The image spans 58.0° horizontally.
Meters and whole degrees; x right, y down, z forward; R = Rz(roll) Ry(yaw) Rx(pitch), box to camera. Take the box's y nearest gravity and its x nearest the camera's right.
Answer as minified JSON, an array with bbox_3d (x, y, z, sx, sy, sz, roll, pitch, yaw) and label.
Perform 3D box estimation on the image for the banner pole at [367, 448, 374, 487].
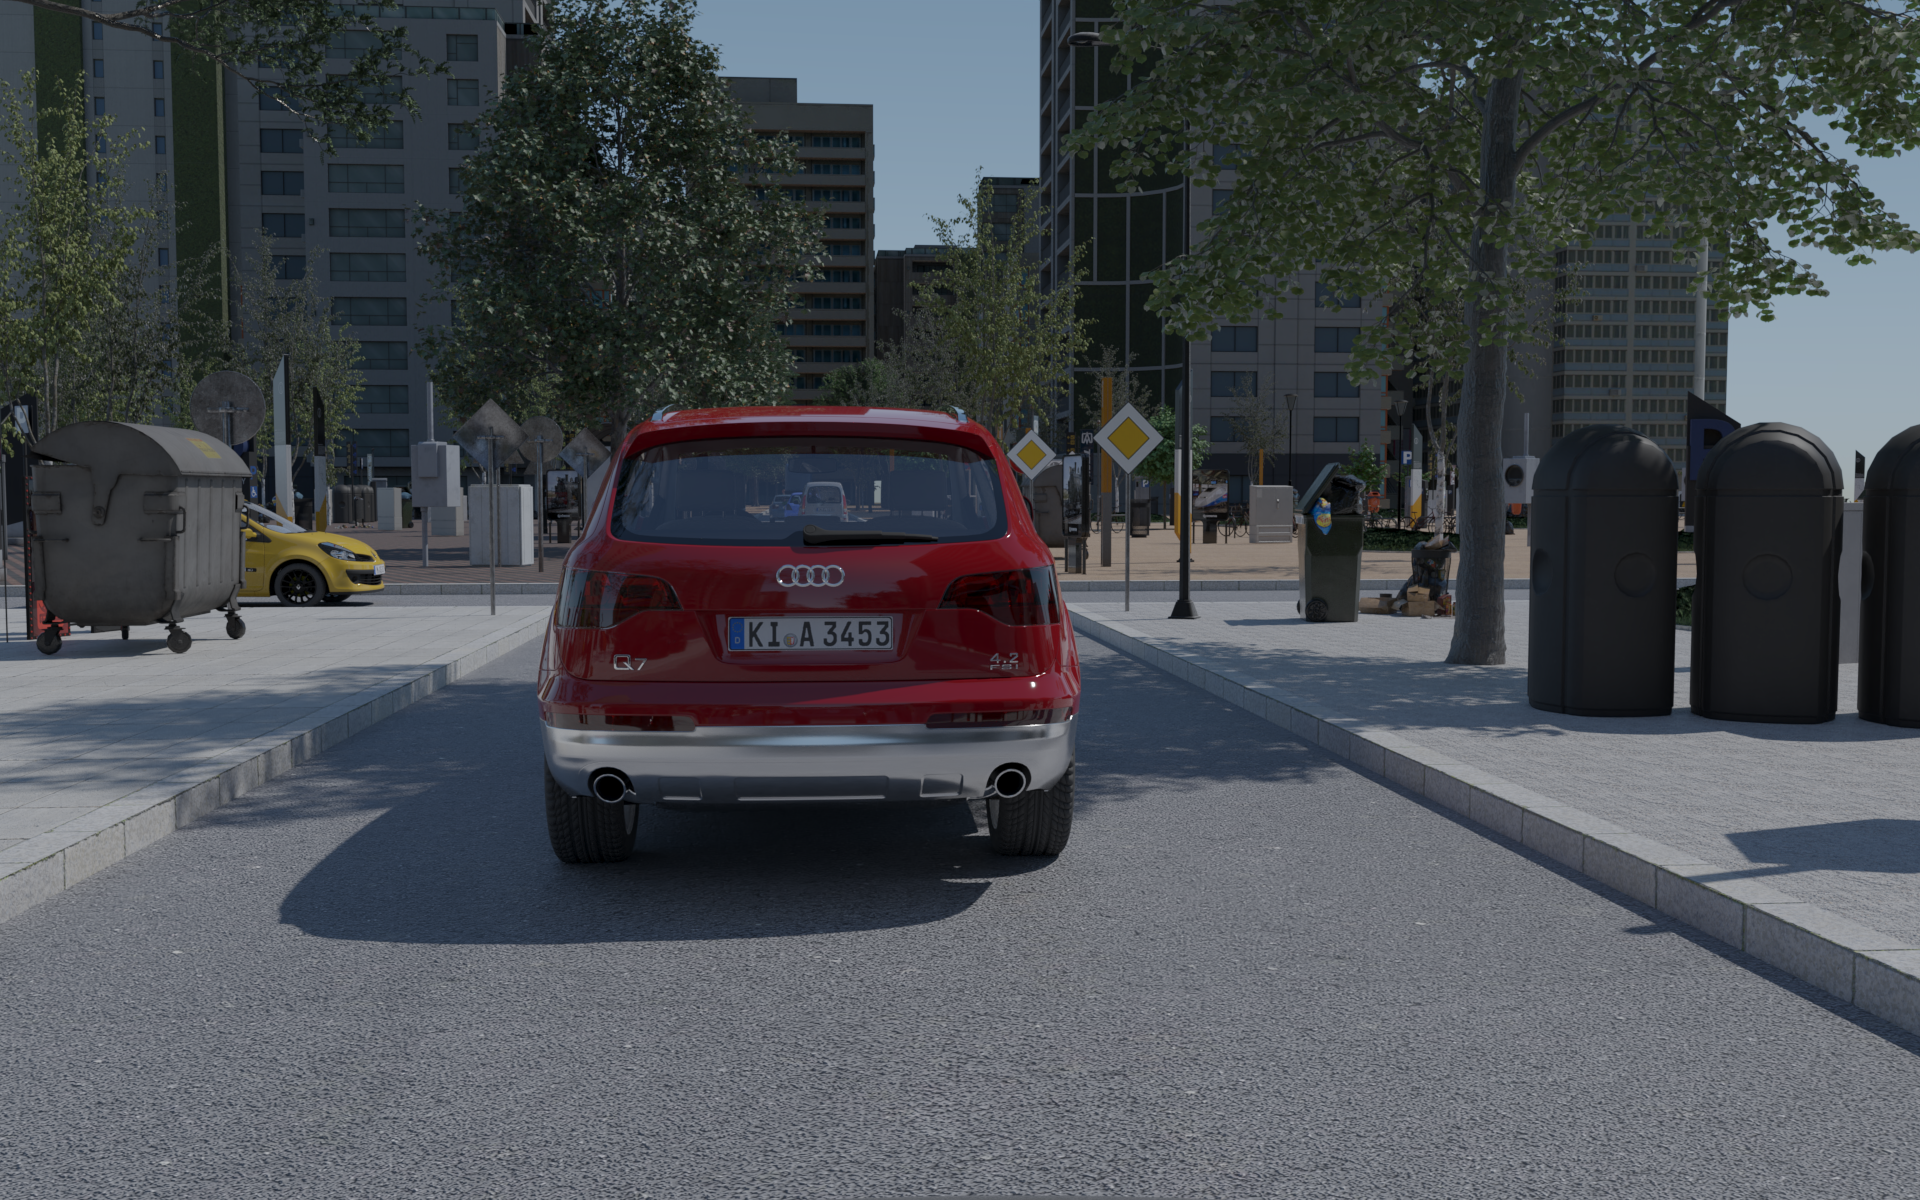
[{"bbox_3d":[-32.091,-6.388,94.455,0.863,3.779,0.401,3,5,42],"label":"banner pole"}]

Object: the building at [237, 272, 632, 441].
[{"bbox_3d":[-43.173,-18.672,150.321,28.899,21.520,27.650,0,4,-5],"label":"building"}]

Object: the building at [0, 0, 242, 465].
[{"bbox_3d":[-72.918,-37.156,149.497,28.212,58.520,21.231,0,4,-5],"label":"building"}]

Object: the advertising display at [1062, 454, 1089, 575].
[{"bbox_3d":[1.862,-1.392,27.971,0.123,1.923,0.974,-1,4,-16],"label":"advertising display"}]

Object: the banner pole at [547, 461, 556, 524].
[{"bbox_3d":[-17.593,-5.122,73.754,0.401,3.779,0.863,2,4,28],"label":"banner pole"}]

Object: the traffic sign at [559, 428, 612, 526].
[{"bbox_3d":[-5.667,-1.382,26.238,0.795,2.450,0.064,0,4,-5],"label":"traffic sign"}]

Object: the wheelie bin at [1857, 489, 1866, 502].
[{"bbox_3d":[33.156,-3.378,63.142,0.693,1.594,0.980,0,4,7],"label":"wheelie bin"}]

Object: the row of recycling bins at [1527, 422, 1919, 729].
[{"bbox_3d":[5.124,-0.171,9.908,3.534,1.692,1.069,1,4,15],"label":"row of recycling bins"}]

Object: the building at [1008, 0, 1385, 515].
[{"bbox_3d":[14.525,-41.262,112.886,20.563,71.187,20.611,0,4,-5],"label":"building"}]

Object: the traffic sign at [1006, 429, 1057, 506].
[{"bbox_3d":[1.102,-1.418,26.831,0.795,2.450,0.064,0,4,-5],"label":"traffic sign"}]

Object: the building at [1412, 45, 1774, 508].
[{"bbox_3d":[53.090,-28.401,156.242,23.993,40.220,32.217,0,4,-5],"label":"building"}]

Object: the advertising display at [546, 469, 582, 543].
[{"bbox_3d":[-10.324,-2.442,45.141,0.974,1.923,0.123,1,4,18],"label":"advertising display"}]

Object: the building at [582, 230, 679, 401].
[{"bbox_3d":[-44.340,-31.619,208.857,23.993,40.220,32.217,0,4,-5],"label":"building"}]

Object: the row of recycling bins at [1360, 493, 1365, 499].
[{"bbox_3d":[22.010,-5.496,96.980,1.069,1.692,3.534,0,4,-1],"label":"row of recycling bins"}]

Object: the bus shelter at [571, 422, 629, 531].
[{"bbox_3d":[-10.104,-3.504,51.208,2.014,3.302,5.546,0,4,-5],"label":"bus shelter"}]

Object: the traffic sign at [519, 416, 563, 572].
[{"bbox_3d":[-6.870,-1.726,28.326,0.768,2.556,0.104,0,4,3],"label":"traffic sign"}]

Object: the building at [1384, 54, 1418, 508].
[{"bbox_3d":[29.960,-32.717,158.626,21.600,48.544,21.300,0,4,-5],"label":"building"}]

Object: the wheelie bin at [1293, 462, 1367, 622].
[{"bbox_3d":[3.763,-0.591,17.578,0.693,1.594,0.980,0,4,3],"label":"wheelie bin"}]

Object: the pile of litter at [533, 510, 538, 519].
[{"bbox_3d":[-21.940,-4.496,87.475,1.719,0.858,1.176,-2,4,-24],"label":"pile of litter"}]

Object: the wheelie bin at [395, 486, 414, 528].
[{"bbox_3d":[-20.968,-3.498,65.093,0.980,1.594,0.693,2,4,30],"label":"wheelie bin"}]

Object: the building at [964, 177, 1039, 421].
[{"bbox_3d":[8.352,-23.792,160.692,14.160,30.474,14.107,0,4,-5],"label":"building"}]

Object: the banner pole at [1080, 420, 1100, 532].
[{"bbox_3d":[4.481,-4.217,58.965,0.863,3.779,0.401,1,4,14],"label":"banner pole"}]

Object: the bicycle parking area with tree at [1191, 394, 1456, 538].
[{"bbox_3d":[11.519,-3.922,51.120,8.231,4.147,9.016,-2,4,-26],"label":"bicycle parking area with tree"}]

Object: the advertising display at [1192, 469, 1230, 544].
[{"bbox_3d":[6.486,-2.427,44.889,0.974,1.923,0.123,1,4,18],"label":"advertising display"}]

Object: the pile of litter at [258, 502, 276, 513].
[{"bbox_3d":[-36.722,-4.743,91.507,1.176,0.858,1.719,2,4,34],"label":"pile of litter"}]

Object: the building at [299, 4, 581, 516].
[{"bbox_3d":[-31.366,-20.493,106.766,14.160,30.474,14.107,0,4,-5],"label":"building"}]

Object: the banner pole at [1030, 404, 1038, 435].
[{"bbox_3d":[2.077,-3.572,48.427,0.401,3.779,0.863,1,4,19],"label":"banner pole"}]

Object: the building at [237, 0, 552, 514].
[{"bbox_3d":[-37.409,-41.842,122.373,20.563,71.187,20.611,0,4,-5],"label":"building"}]

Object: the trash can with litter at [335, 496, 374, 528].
[{"bbox_3d":[-23.031,-3.331,65.521,1.678,1.210,2.233,1,4,11],"label":"trash can with litter"}]

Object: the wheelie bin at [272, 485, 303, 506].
[{"bbox_3d":[-22.995,-3.143,59.301,0.980,1.594,0.693,-2,4,-31],"label":"wheelie bin"}]

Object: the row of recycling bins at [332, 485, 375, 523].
[{"bbox_3d":[-27.073,-4.301,77.427,1.069,1.692,3.534,0,4,1],"label":"row of recycling bins"}]

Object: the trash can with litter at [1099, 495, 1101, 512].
[{"bbox_3d":[7.145,-4.773,89.103,1.678,1.210,2.233,0,4,-1],"label":"trash can with litter"}]

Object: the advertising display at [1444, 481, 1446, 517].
[{"bbox_3d":[23.756,-4.906,85.421,0.123,1.923,0.974,2,4,32],"label":"advertising display"}]

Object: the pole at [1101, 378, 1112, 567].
[{"bbox_3d":[2.575,-2.240,30.467,0.158,3.312,0.155,0,3,0],"label":"pole"}]

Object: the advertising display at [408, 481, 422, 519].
[{"bbox_3d":[-27.671,-5.084,88.333,0.123,1.923,0.974,3,5,41],"label":"advertising display"}]

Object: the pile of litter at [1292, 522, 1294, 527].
[{"bbox_3d":[10.759,-2.727,58.550,1.176,0.858,1.719,3,4,38],"label":"pile of litter"}]

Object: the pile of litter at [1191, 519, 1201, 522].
[{"bbox_3d":[10.425,-3.971,78.895,1.176,0.858,1.719,0,4,8],"label":"pile of litter"}]

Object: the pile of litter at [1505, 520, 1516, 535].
[{"bbox_3d":[16.762,-2.493,54.719,1.719,0.858,1.176,0,4,0],"label":"pile of litter"}]

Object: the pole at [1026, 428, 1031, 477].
[{"bbox_3d":[2.114,-3.656,53.626,0.158,3.312,0.155,0,3,0],"label":"pole"}]

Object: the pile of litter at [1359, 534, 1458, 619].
[{"bbox_3d":[4.844,-0.280,18.548,1.176,0.858,1.719,0,4,1],"label":"pile of litter"}]

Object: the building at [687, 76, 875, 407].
[{"bbox_3d":[-21.164,-35.582,205.470,21.600,48.544,21.300,0,4,-5],"label":"building"}]

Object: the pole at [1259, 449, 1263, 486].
[{"bbox_3d":[13.664,-5.185,78.624,0.158,3.312,0.155,0,3,0],"label":"pole"}]

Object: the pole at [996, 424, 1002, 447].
[{"bbox_3d":[1.141,-3.477,50.691,0.158,3.312,0.155,0,3,0],"label":"pole"}]

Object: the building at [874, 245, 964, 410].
[{"bbox_3d":[-3.011,-26.421,203.679,14.107,30.474,14.160,0,4,-5],"label":"building"}]

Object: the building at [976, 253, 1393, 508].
[{"bbox_3d":[16.513,-18.028,139.803,27.650,21.520,28.899,0,4,-5],"label":"building"}]

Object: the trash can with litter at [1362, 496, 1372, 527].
[{"bbox_3d":[13.824,-3.086,61.507,2.233,1.210,1.678,1,4,20],"label":"trash can with litter"}]
